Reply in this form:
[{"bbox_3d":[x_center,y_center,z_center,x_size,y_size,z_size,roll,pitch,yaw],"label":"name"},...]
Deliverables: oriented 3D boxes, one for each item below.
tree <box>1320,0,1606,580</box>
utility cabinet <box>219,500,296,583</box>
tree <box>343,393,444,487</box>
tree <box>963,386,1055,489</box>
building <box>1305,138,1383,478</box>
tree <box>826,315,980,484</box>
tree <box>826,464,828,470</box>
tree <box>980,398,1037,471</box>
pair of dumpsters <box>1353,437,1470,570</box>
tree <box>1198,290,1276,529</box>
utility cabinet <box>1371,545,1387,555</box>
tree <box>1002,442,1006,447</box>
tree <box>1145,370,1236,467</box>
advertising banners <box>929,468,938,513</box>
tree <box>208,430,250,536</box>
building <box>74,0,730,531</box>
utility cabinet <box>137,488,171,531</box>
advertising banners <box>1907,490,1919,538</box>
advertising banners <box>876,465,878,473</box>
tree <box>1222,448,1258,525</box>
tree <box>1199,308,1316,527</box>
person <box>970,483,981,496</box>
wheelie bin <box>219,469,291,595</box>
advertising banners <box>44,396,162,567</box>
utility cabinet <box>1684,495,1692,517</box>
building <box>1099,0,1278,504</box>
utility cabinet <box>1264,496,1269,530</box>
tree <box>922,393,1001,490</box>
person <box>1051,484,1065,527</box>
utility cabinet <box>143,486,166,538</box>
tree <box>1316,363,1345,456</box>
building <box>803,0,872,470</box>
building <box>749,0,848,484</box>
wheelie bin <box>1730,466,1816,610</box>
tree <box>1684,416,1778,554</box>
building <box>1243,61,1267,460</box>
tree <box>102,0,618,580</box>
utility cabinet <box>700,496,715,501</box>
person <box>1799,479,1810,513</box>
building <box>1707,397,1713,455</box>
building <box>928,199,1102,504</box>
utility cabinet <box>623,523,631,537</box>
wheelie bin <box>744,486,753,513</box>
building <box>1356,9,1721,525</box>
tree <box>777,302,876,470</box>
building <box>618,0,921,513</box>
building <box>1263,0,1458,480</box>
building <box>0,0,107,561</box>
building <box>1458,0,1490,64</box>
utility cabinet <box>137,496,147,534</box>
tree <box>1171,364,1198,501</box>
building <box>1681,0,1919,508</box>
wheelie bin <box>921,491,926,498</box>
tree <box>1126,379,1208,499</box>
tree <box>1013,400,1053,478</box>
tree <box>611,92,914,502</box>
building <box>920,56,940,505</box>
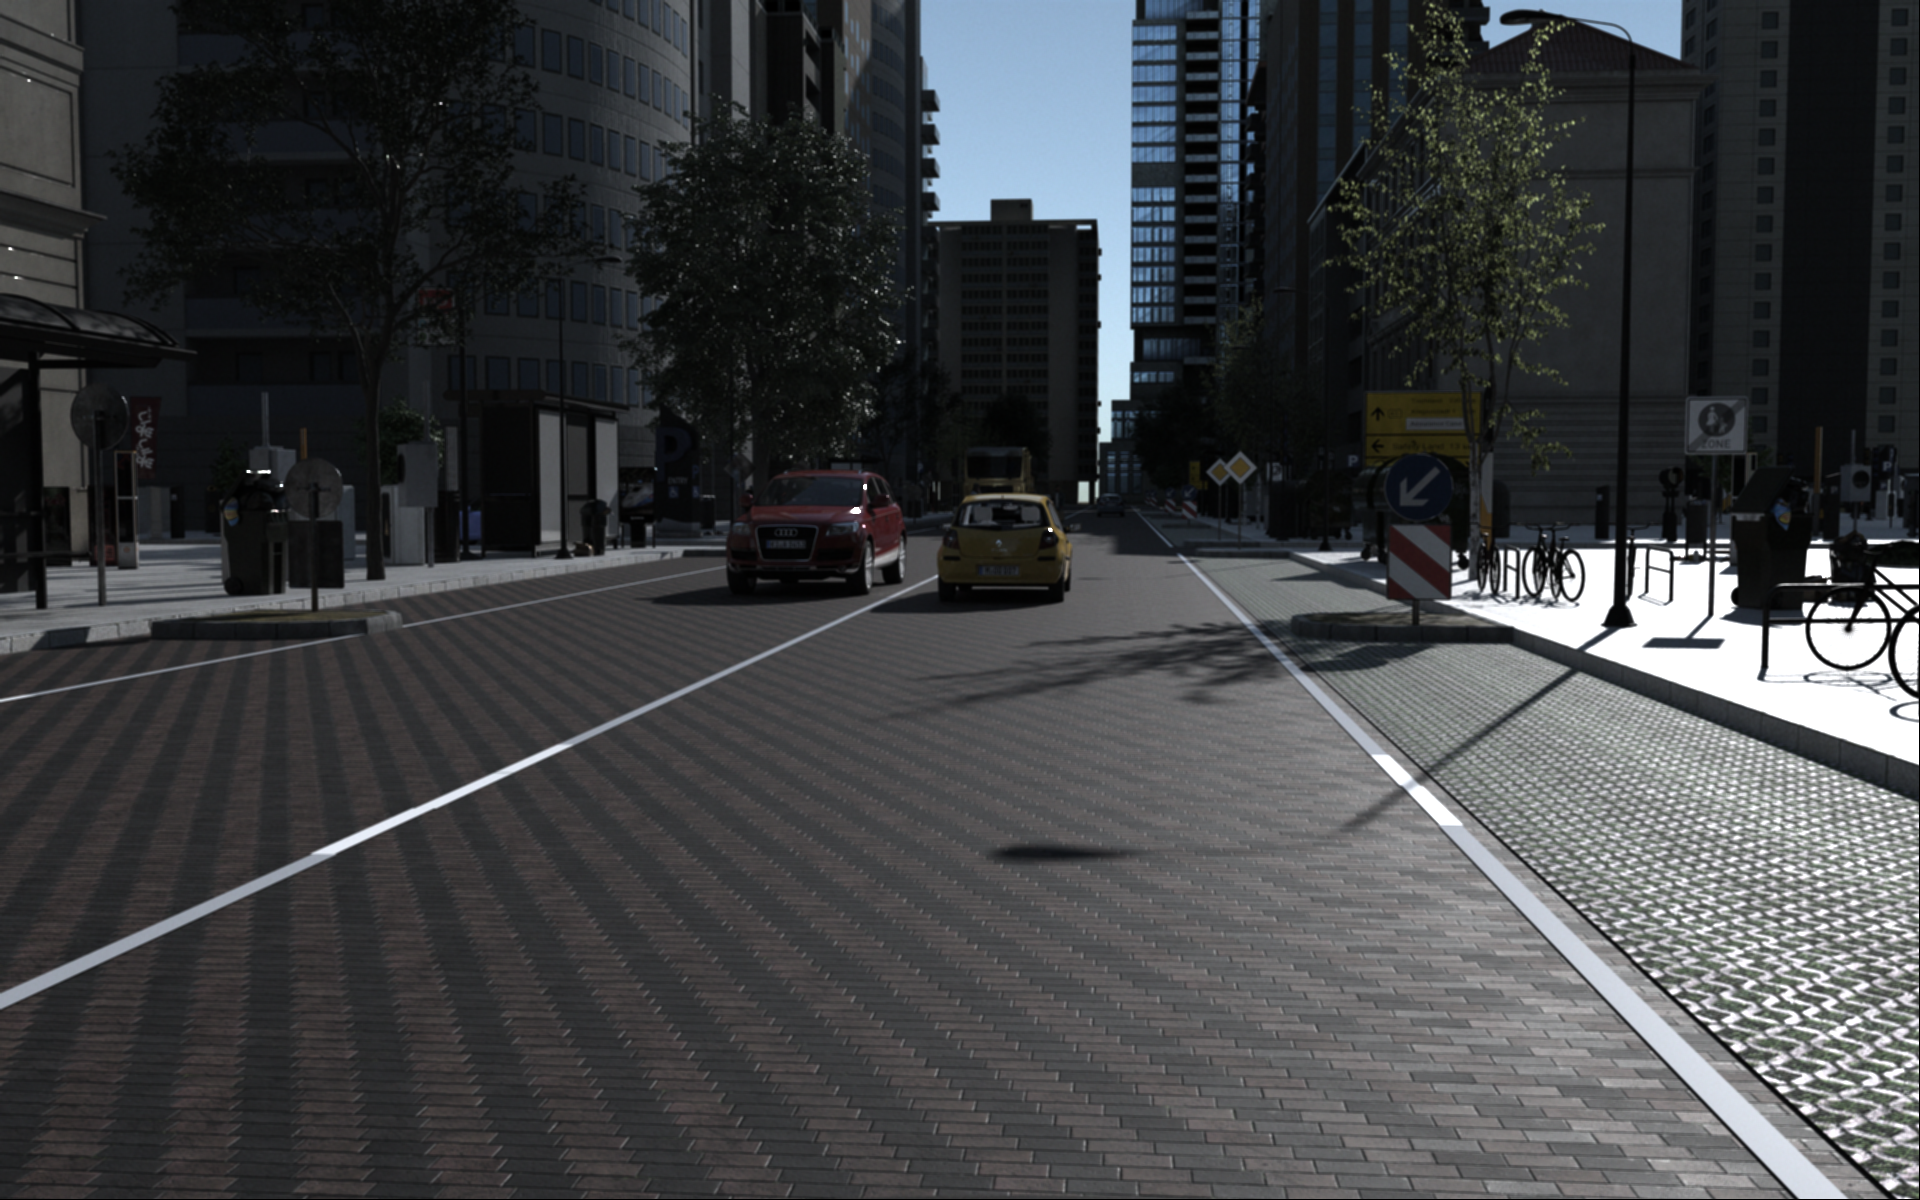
[{"bbox_3d":[7.558,-4.595,25.492,4.360,8.622,3.978,0,3,0],"label":"tree"},{"bbox_3d":[-10.235,-0.863,25.279,0.306,1.237,1.020,3,5,41],"label":"utility cabinet"},{"bbox_3d":[-18.220,-4.429,56.132,4.285,4.588,4.351,0,3,0],"label":"tree"},{"bbox_3d":[5.407,-16.340,184.174,9.611,12.733,9.660,0,3,0],"label":"tree"},{"bbox_3d":[29.948,-17.557,106.117,14.314,24.678,30.058,0,4,5],"label":"building"},{"bbox_3d":[-3.568,-9.348,87.249,8.767,10.594,7.601,0,3,0],"label":"tree"},{"bbox_3d":[-6.933,-6.168,95.442,1.663,3.219,1.824,0,3,0],"label":"tree"},{"bbox_3d":[4.076,-14.278,167.859,7.601,10.594,8.767,2,4,28],"label":"tree"},{"bbox_3d":[8.220,-1.771,31.450,1.574,2.255,4.437,0,4,5],"label":"pair of dumpsters"},{"bbox_3d":[11.185,-6.910,63.344,4.360,8.622,3.978,0,3,0],"label":"tree"},{"bbox_3d":[8.861,-1.692,36.338,0.318,1.500,1.173,1,4,23],"label":"utility cabinet"},{"bbox_3d":[1.585,-11.822,143.644,4.737,8.622,4.395,0,3,0],"label":"tree"},{"bbox_3d":[17.316,-12.001,130.622,7.601,10.594,8.767,-2,4,-25],"label":"tree"},{"bbox_3d":[-1.785,-7.292,115.404,0.090,3.025,2.074,-1,4,-16],"label":"advertising banners"},{"bbox_3d":[-22.312,-3.561,52.829,1.663,3.219,1.824,0,3,0],"label":"tree"},{"bbox_3d":[-22.159,-32.443,72.450,21.231,58.520,28.212,0,4,5],"label":"building"},{"bbox_3d":[-27.571,-3.079,59.021,1.173,1.500,0.318,-3,5,-45],"label":"utility cabinet"},{"bbox_3d":[28.163,-3.329,50.609,0.090,3.025,2.074,1,4,9],"label":"advertising banners"},{"bbox_3d":[-5.186,-6.693,105.618,0.090,3.025,2.074,-1,4,-11],"label":"advertising banners"},{"bbox_3d":[11.916,-4.798,73.052,1.663,3.219,1.824,0,3,0],"label":"tree"},{"bbox_3d":[11.279,-7.196,68.016,4.737,8.622,4.395,0,3,0],"label":"tree"},{"bbox_3d":[0.462,-2.970,57.323,0.793,1.790,0.793,3,4,39],"label":"person"},{"bbox_3d":[-8.973,-0.872,22.172,0.693,1.594,0.980,1,4,9],"label":"wheelie bin"},{"bbox_3d":[-15.324,-2.121,30.872,2.074,3.025,0.090,-1,4,-20],"label":"advertising banners"},{"bbox_3d":[40.629,-5.217,96.455,0.306,1.237,1.020,3,5,40],"label":"utility cabinet"},{"bbox_3d":[33.748,-55.666,222.816,31.000,86.520,22.319,0,4,5],"label":"building"},{"bbox_3d":[11.415,-3.113,62.058,1.020,1.237,0.306,2,4,31],"label":"utility cabinet"},{"bbox_3d":[-0.511,-10.578,123.304,4.737,8.622,4.395,0,3,0],"label":"tree"},{"bbox_3d":[4.065,-3.840,71.262,0.794,1.824,0.713,3,5,42],"label":"person"},{"bbox_3d":[-23.310,-2.535,50.132,0.318,1.500,1.173,-2,4,-30],"label":"utility cabinet"},{"bbox_3d":[19.036,-8.891,95.723,4.737,8.622,4.395,0,3,0],"label":"tree"},{"bbox_3d":[-14.577,-29.463,131.834,14.600,45.320,14.200,0,4,5],"label":"building"},{"bbox_3d":[-14.706,-20.251,102.802,14.160,30.474,14.107,0,4,5],"label":"building"},{"bbox_3d":[9.114,-0.706,19.450,0.693,1.594,0.980,-1,4,-10],"label":"wheelie bin"},{"bbox_3d":[16.778,-2.610,37.275,1.663,3.219,1.824,0,3,0],"label":"tree"},{"bbox_3d":[39.980,-31.750,173.733,22.147,44.769,28.867,0,4,5],"label":"building"},{"bbox_3d":[-8.888,-5.558,25.289,8.767,10.594,7.601,1,4,21],"label":"tree"},{"bbox_3d":[-10.516,-3.715,71.897,0.306,1.237,1.020,1,4,20],"label":"utility cabinet"},{"bbox_3d":[19.949,-2.042,42.106,0.699,1.804,1.509,-2,4,-32],"label":"person"},{"bbox_3d":[78.541,-36.746,220.402,30.456,49.044,23.786,0,4,5],"label":"building"},{"bbox_3d":[6.756,-32.972,230.972,23.993,40.220,32.217,0,4,5],"label":"building"},{"bbox_3d":[-9.875,-2.509,52.191,0.306,1.237,1.020,0,4,3],"label":"utility cabinet"},{"bbox_3d":[-7.597,-3.432,64.025,0.693,1.594,0.980,2,4,28],"label":"wheelie bin"},{"bbox_3d":[25.732,-14.969,80.902,11.583,22.565,21.152,0,4,5],"label":"building"},{"bbox_3d":[-5.424,-6.979,64.462,4.737,8.622,4.395,0,3,0],"label":"tree"},{"bbox_3d":[-15.501,-37.395,153.410,21.231,58.520,28.212,0,4,5],"label":"building"},{"bbox_3d":[34.293,-30.692,151.918,14.600,45.320,14.200,0,4,5],"label":"building"},{"bbox_3d":[-31.746,-11.860,27.190,30.059,22.955,16.112,0,4,5],"label":"building"},{"bbox_3d":[32.971,-29.798,137.302,14.600,45.320,14.200,0,4,5],"label":"building"},{"bbox_3d":[-26.459,-2.748,56.087,0.306,1.237,1.020,1,4,19],"label":"utility cabinet"},{"bbox_3d":[13.232,-8.169,83.920,4.360,8.622,3.978,0,3,0],"label":"tree"},{"bbox_3d":[83.007,-44.956,173.288,20.611,71.187,20.563,0,4,5],"label":"building"},{"bbox_3d":[-2.808,-7.125,124.406,0.693,1.594,0.980,0,4,4],"label":"wheelie bin"},{"bbox_3d":[23.360,-17.582,194.123,9.857,13.997,8.962,0,3,0],"label":"tree"},{"bbox_3d":[6.963,-16.983,195.801,7.486,12.596,7.792,0,3,0],"label":"tree"},{"bbox_3d":[-6.386,-9.154,56.317,9.857,13.997,8.962,0,3,0],"label":"tree"},{"bbox_3d":[-17.743,-34.372,181.598,30.456,49.044,23.786,0,4,5],"label":"building"}]
